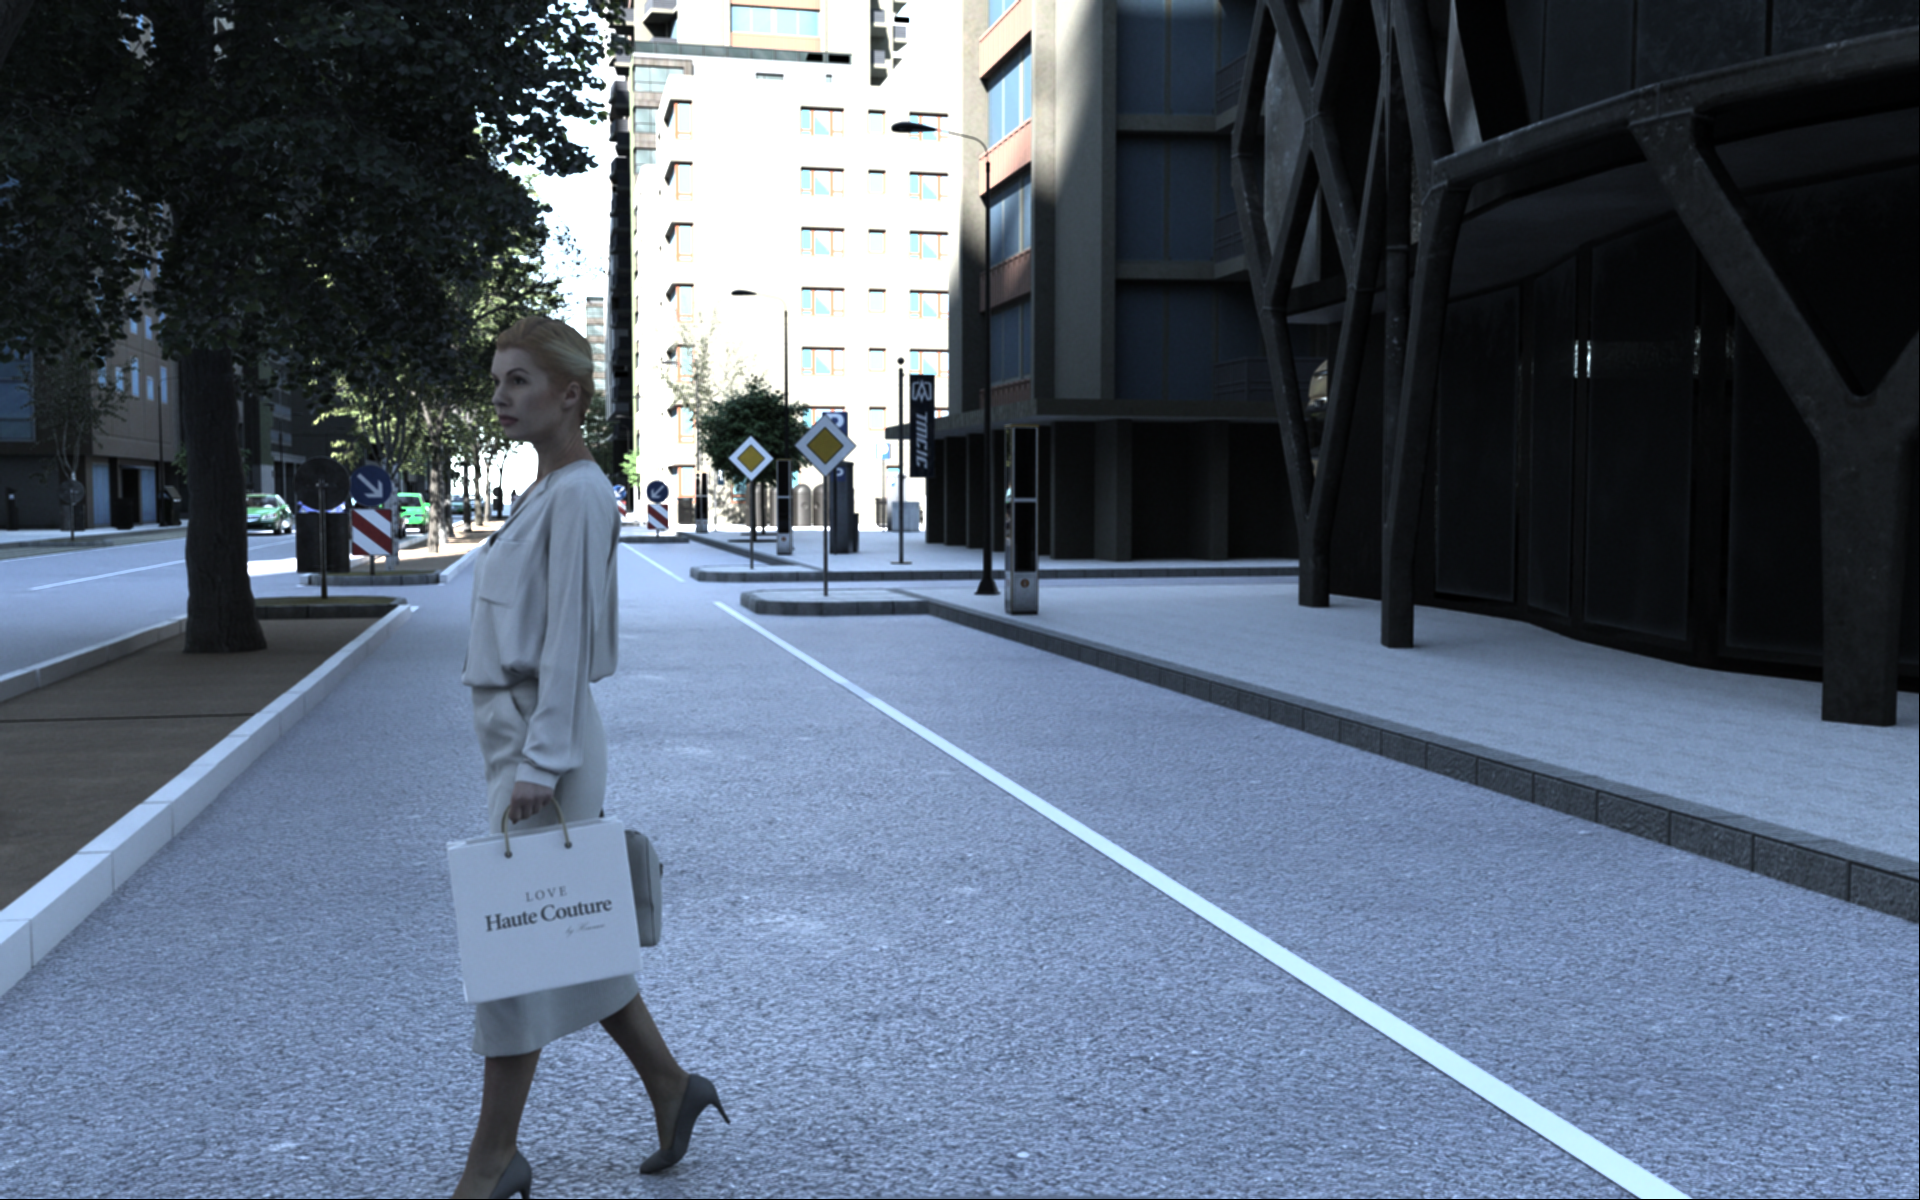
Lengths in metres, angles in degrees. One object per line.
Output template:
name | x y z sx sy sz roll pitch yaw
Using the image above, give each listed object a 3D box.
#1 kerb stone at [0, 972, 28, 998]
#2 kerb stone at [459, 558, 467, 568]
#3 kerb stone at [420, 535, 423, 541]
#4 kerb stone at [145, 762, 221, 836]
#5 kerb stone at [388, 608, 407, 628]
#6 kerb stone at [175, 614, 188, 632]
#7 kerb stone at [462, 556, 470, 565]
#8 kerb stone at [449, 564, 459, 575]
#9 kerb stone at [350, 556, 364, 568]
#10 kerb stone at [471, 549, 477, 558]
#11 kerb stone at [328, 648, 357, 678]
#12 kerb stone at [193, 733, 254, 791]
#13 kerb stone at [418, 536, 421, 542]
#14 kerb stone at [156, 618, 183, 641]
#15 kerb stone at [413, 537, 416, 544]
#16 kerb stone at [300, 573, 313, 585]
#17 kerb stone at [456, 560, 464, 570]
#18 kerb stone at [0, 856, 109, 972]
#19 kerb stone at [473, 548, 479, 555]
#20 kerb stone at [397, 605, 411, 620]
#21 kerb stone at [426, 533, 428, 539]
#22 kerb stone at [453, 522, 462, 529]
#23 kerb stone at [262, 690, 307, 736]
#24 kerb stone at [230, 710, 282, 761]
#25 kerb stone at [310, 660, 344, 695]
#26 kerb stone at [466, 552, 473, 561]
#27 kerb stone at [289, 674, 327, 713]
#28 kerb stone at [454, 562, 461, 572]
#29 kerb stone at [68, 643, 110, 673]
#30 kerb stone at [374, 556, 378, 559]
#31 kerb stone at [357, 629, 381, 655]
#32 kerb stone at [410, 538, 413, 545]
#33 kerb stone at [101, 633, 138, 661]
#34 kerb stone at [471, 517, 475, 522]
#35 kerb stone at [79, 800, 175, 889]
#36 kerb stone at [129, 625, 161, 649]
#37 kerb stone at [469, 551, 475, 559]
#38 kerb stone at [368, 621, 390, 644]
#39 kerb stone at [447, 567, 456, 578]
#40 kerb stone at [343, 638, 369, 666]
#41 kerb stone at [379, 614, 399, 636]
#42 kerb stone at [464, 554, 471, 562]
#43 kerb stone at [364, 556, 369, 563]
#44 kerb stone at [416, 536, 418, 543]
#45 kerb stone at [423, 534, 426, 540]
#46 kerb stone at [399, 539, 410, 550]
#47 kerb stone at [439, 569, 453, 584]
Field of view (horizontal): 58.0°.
kerb stone | -2.743 1.069 4.721 0.120 0.150 1.000 -1 4 -13
kerb stone | -9.564 -0.668 33.124 0.120 0.150 1.000 -1 4 -13
kerb stone | -16.166 -1.797 51.604 0.120 0.150 1.000 -1 4 -13
kerb stone | -3.461 0.887 7.713 0.120 0.150 1.000 -1 4 -13
kerb stone | -6.097 0.217 18.674 0.120 0.150 1.000 -1 4 -13
kerb stone | -8.139 0.246 18.178 0.120 0.150 1.000 -1 4 -13
kerb stone | -9.796 -0.724 34.121 0.120 0.150 1.000 -1 4 -13
kerb stone | -8.852 -0.486 30.139 0.120 0.150 1.000 -1 4 -13
kerb stone | -12.097 -0.759 34.653 0.120 0.150 1.000 -1 4 -13
kerb stone | -10.765 -0.973 38.111 0.120 0.150 1.000 -1 4 -13
kerb stone | -4.907 0.523 13.690 0.120 0.150 1.000 -1 4 -13
kerb stone | -3.708 0.827 8.706 0.120 0.150 1.000 -1 4 -13
kerb stone | -15.917 -1.738 50.605 0.120 0.150 1.000 -1 4 -13
kerb stone | -7.902 0.316 17.176 0.120 0.150 1.000 -1 4 -13
kerb stone | -15.441 -1.615 48.605 0.120 0.150 1.000 -1 4 -13
kerb stone | -10.421 -0.336 27.691 0.120 0.150 1.000 -1 4 -13
kerb stone | -9.328 -0.605 32.130 0.120 0.150 1.000 -1 4 -13
kerb stone | -2.986 1.012 5.720 0.120 0.150 1.000 -1 4 -13
kerb stone | -10.998 -1.034 39.106 0.120 0.150 1.000 -1 4 -13
kerb stone | -6.336 0.160 19.669 0.120 0.150 1.000 -1 4 -13
kerb stone | -16.643 -1.920 53.594 0.120 0.150 1.000 -1 4 -13
kerb stone | -21.910 -3.258 75.532 0.120 0.150 1.000 -1 4 -13
kerb stone | -4.185 0.704 10.701 0.120 0.150 1.000 -1 4 -13
kerb stone | -3.950 0.765 9.703 0.120 0.150 1.000 -1 4 -13
kerb stone | -4.657 0.581 12.693 0.120 0.150 1.000 -1 4 -13
kerb stone | -10.289 -0.852 36.118 0.120 0.150 1.000 -1 4 -13
kerb stone | -4.418 0.642 11.699 0.120 0.150 1.000 -1 4 -13
kerb stone | -9.096 -0.547 31.132 0.120 0.150 1.000 -1 4 -13
kerb stone | -7.178 0.492 14.191 0.120 0.150 1.000 -1 4 -13
kerb stone | -12.815 -0.946 37.658 0.120 0.150 1.000 -1 4 -13
kerb stone | -5.381 0.399 15.688 0.120 0.150 1.000 -1 4 -13
kerb stone | -15.209 -1.554 47.610 0.120 0.150 1.000 -1 4 -13
kerb stone | -7.409 0.429 15.186 0.120 0.150 1.000 -1 4 -13
kerb stone | -26.458 -4.420 94.470 0.120 0.150 1.000 -1 4 -13
kerb stone | -3.226 0.949 6.714 0.120 0.150 1.000 -1 4 -13
kerb stone | -7.665 0.368 16.180 0.120 0.150 1.000 -1 4 -13
kerb stone | -10.527 -0.912 37.114 0.120 0.150 1.000 -1 4 -13
kerb stone | -5.622 0.337 16.681 0.120 0.150 1.000 -1 4 -13
kerb stone | -8.614 -0.425 29.143 0.120 0.150 1.000 -1 4 -13
kerb stone | -5.143 0.459 14.684 0.120 0.150 1.000 -1 4 -13
kerb stone | -5.857 0.276 17.676 0.120 0.150 1.000 -1 4 -13
kerb stone | -10.047 -0.787 35.125 0.120 0.150 1.000 -1 4 -13
kerb stone | -12.332 -0.823 35.651 0.120 0.150 1.000 -1 4 -13
kerb stone | -15.687 -1.676 49.597 0.120 0.150 1.000 -1 4 -13
kerb stone | -16.402 -1.860 52.601 0.120 0.150 1.000 -1 4 -13
kerb stone | -14.969 -1.491 46.616 0.120 0.150 1.000 -1 4 -13
kerb stone | -8.372 -0.361 28.150 0.120 0.150 1.000 -1 4 -13
